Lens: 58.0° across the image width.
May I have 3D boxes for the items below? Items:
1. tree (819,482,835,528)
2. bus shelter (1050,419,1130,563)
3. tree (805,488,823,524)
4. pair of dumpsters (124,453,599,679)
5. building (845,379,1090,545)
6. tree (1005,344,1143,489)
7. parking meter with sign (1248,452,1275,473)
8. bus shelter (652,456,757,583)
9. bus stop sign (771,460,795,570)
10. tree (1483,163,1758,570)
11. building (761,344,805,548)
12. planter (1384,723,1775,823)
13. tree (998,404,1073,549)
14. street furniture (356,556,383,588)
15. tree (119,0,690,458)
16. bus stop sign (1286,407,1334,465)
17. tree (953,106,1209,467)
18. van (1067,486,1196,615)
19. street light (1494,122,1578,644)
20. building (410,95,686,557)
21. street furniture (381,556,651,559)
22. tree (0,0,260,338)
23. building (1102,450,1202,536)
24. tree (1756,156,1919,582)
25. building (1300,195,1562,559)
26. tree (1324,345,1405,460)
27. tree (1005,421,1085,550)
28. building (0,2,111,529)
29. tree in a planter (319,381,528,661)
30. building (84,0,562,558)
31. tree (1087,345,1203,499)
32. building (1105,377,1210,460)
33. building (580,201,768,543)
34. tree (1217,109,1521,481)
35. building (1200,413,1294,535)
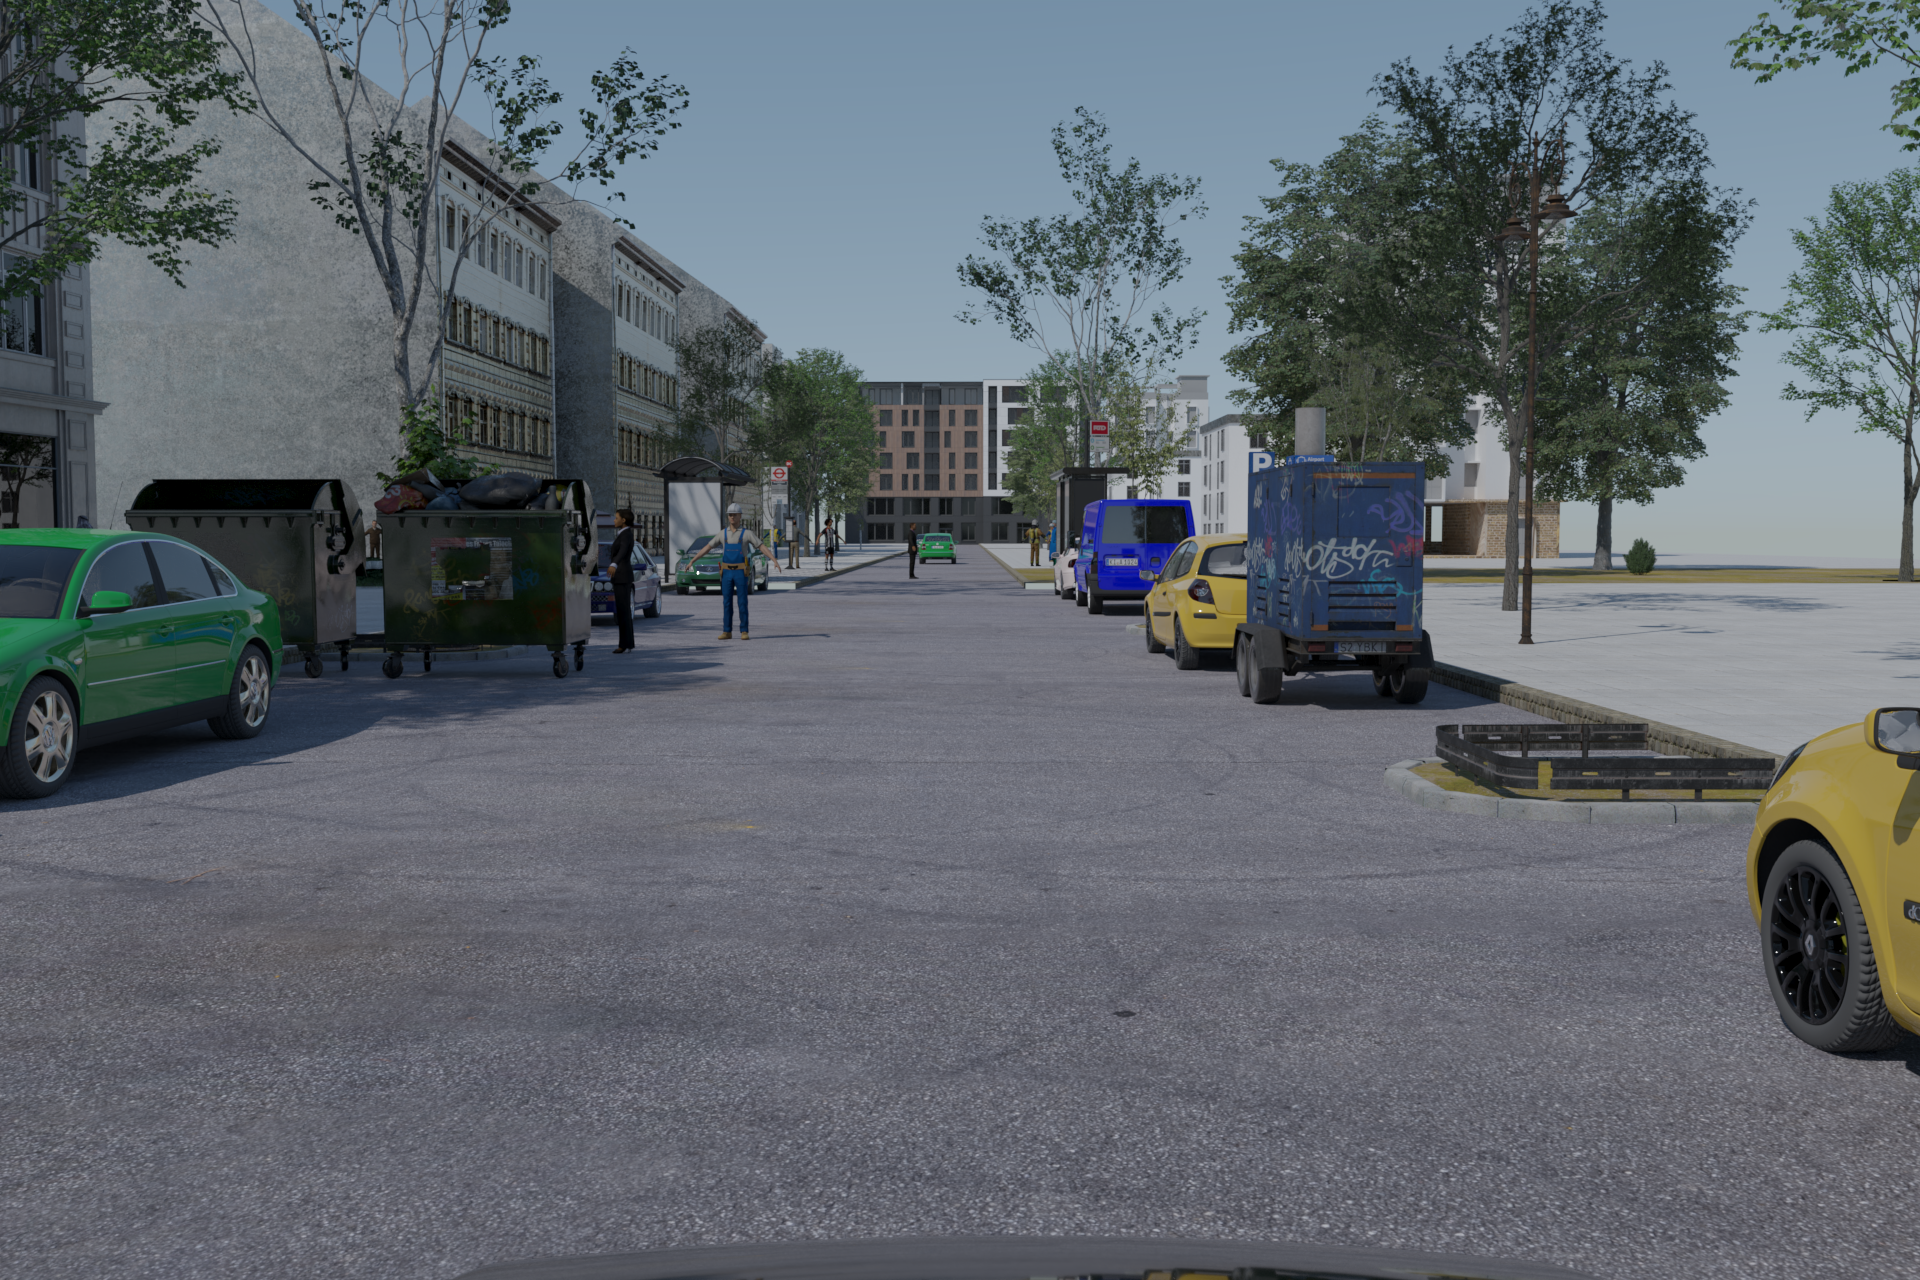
[{"bbox_3d":[-17.728,-17.911,243.199,4.360,8.622,3.978,0,3,0],"label":"tree"},{"bbox_3d":[4.219,-4.939,58.386,2.179,5.291,8.768,0,4,-1],"label":"bus shelter"},{"bbox_3d":[-22.214,-19.464,236.364,7.486,12.596,7.792,0,3,0],"label":"tree"},{"bbox_3d":[-5.999,-0.771,17.563,4.436,2.255,1.574,0,4,1],"label":"pair of dumpsters"},{"bbox_3d":[1.066,-24.111,240.647,32.646,21.610,27.936,0,4,1],"label":"building"},{"bbox_3d":[6.278,-10.363,95.186,9.928,11.665,9.643,0,3,0],"label":"tree"},{"bbox_3d":[6.376,-2.423,35.872,0.543,3.016,1.738,0,3,0],"label":"parking meter with sign"},{"bbox_3d":[-6.940,-3.289,47.702,2.014,3.302,5.546,0,4,1],"label":"bus shelter"},{"bbox_3d":[-6.397,-4.528,62.740,0.855,3.939,0.416,0,4,1],"label":"bus stop sign"},{"bbox_3d":[22.843,-9.457,61.276,9.857,13.997,8.962,0,3,0],"label":"tree"},{"bbox_3d":[-25.678,-18.974,176.683,16.747,18.905,31.486,0,4,0],"label":"building"},{"bbox_3d":[3.426,0.708,9.557,1.991,0.319,1.994,0,4,0],"label":"planter"},{"bbox_3d":[6.737,-14.271,151.455,7.486,12.596,7.792,0,3,0],"label":"tree"},{"bbox_3d":[-15.175,-1.857,45.984,5.734,0.657,10.072,0,4,3],"label":"street furniture"},{"bbox_3d":[-11.589,-10.964,35.151,12.611,20.169,13.585,0,3,0],"label":"tree"},{"bbox_3d":[7.336,-2.895,36.349,0.837,3.901,0.837,0,3,0],"label":"bus stop sign"},{"bbox_3d":[5.380,-13.691,79.730,12.611,20.169,13.585,0,3,0],"label":"tree"},{"bbox_3d":[3.222,-1.720,32.501,2.240,2.365,5.245,0,3,0],"label":"van"},{"bbox_3d":[6.606,-2.889,20.029,0.468,5.910,1.993,0,3,0],"label":"street light"},{"bbox_3d":[-26.485,-16.234,96.355,19.493,23.208,18.063,0,4,1],"label":"building"},{"bbox_3d":[-15.670,-2.718,60.061,10.072,0.657,5.734,1,4,18],"label":"street furniture"},{"bbox_3d":[-12.449,-5.801,20.603,9.928,11.665,9.643,0,3,0],"label":"tree"},{"bbox_3d":[21.017,-15.006,187.493,9.099,9.664,28.070,0,4,0],"label":"building"},{"bbox_3d":[25.697,-7.376,46.348,9.928,11.665,9.643,0,3,0],"label":"tree"},{"bbox_3d":[25.565,-15.097,103.250,16.016,20.090,11.380,0,4,0],"label":"building"},{"bbox_3d":[14.422,-6.785,61.297,4.360,8.622,3.978,0,3,0],"label":"tree"},{"bbox_3d":[7.292,-12.416,137.421,8.767,10.594,7.601,3,5,45],"label":"tree"},{"bbox_3d":[-28.894,-13.715,36.255,10.469,25.551,25.511,0,4,1],"label":"building"},{"bbox_3d":[-6.221,-1.416,20.378,1.991,3.239,1.994,0,4,1],"label":"tree in a planter"},{"bbox_3d":[-29.057,-14.934,75.096,19.493,23.208,18.063,0,4,0],"label":"building"},{"bbox_3d":[7.144,-7.208,68.217,4.737,8.622,4.395,0,3,0],"label":"tree"},{"bbox_3d":[23.417,-22.107,217.863,16.016,20.090,11.380,0,4,1],"label":"building"},{"bbox_3d":[-24.560,-17.898,123.561,19.493,23.208,18.063,0,4,1],"label":"building"},{"bbox_3d":[12.035,-8.891,52.019,9.857,13.997,8.962,0,3,0],"label":"tree"},{"bbox_3d":[23.220,-10.955,121.258,9.099,9.664,28.070,0,3,0],"label":"building"}]
